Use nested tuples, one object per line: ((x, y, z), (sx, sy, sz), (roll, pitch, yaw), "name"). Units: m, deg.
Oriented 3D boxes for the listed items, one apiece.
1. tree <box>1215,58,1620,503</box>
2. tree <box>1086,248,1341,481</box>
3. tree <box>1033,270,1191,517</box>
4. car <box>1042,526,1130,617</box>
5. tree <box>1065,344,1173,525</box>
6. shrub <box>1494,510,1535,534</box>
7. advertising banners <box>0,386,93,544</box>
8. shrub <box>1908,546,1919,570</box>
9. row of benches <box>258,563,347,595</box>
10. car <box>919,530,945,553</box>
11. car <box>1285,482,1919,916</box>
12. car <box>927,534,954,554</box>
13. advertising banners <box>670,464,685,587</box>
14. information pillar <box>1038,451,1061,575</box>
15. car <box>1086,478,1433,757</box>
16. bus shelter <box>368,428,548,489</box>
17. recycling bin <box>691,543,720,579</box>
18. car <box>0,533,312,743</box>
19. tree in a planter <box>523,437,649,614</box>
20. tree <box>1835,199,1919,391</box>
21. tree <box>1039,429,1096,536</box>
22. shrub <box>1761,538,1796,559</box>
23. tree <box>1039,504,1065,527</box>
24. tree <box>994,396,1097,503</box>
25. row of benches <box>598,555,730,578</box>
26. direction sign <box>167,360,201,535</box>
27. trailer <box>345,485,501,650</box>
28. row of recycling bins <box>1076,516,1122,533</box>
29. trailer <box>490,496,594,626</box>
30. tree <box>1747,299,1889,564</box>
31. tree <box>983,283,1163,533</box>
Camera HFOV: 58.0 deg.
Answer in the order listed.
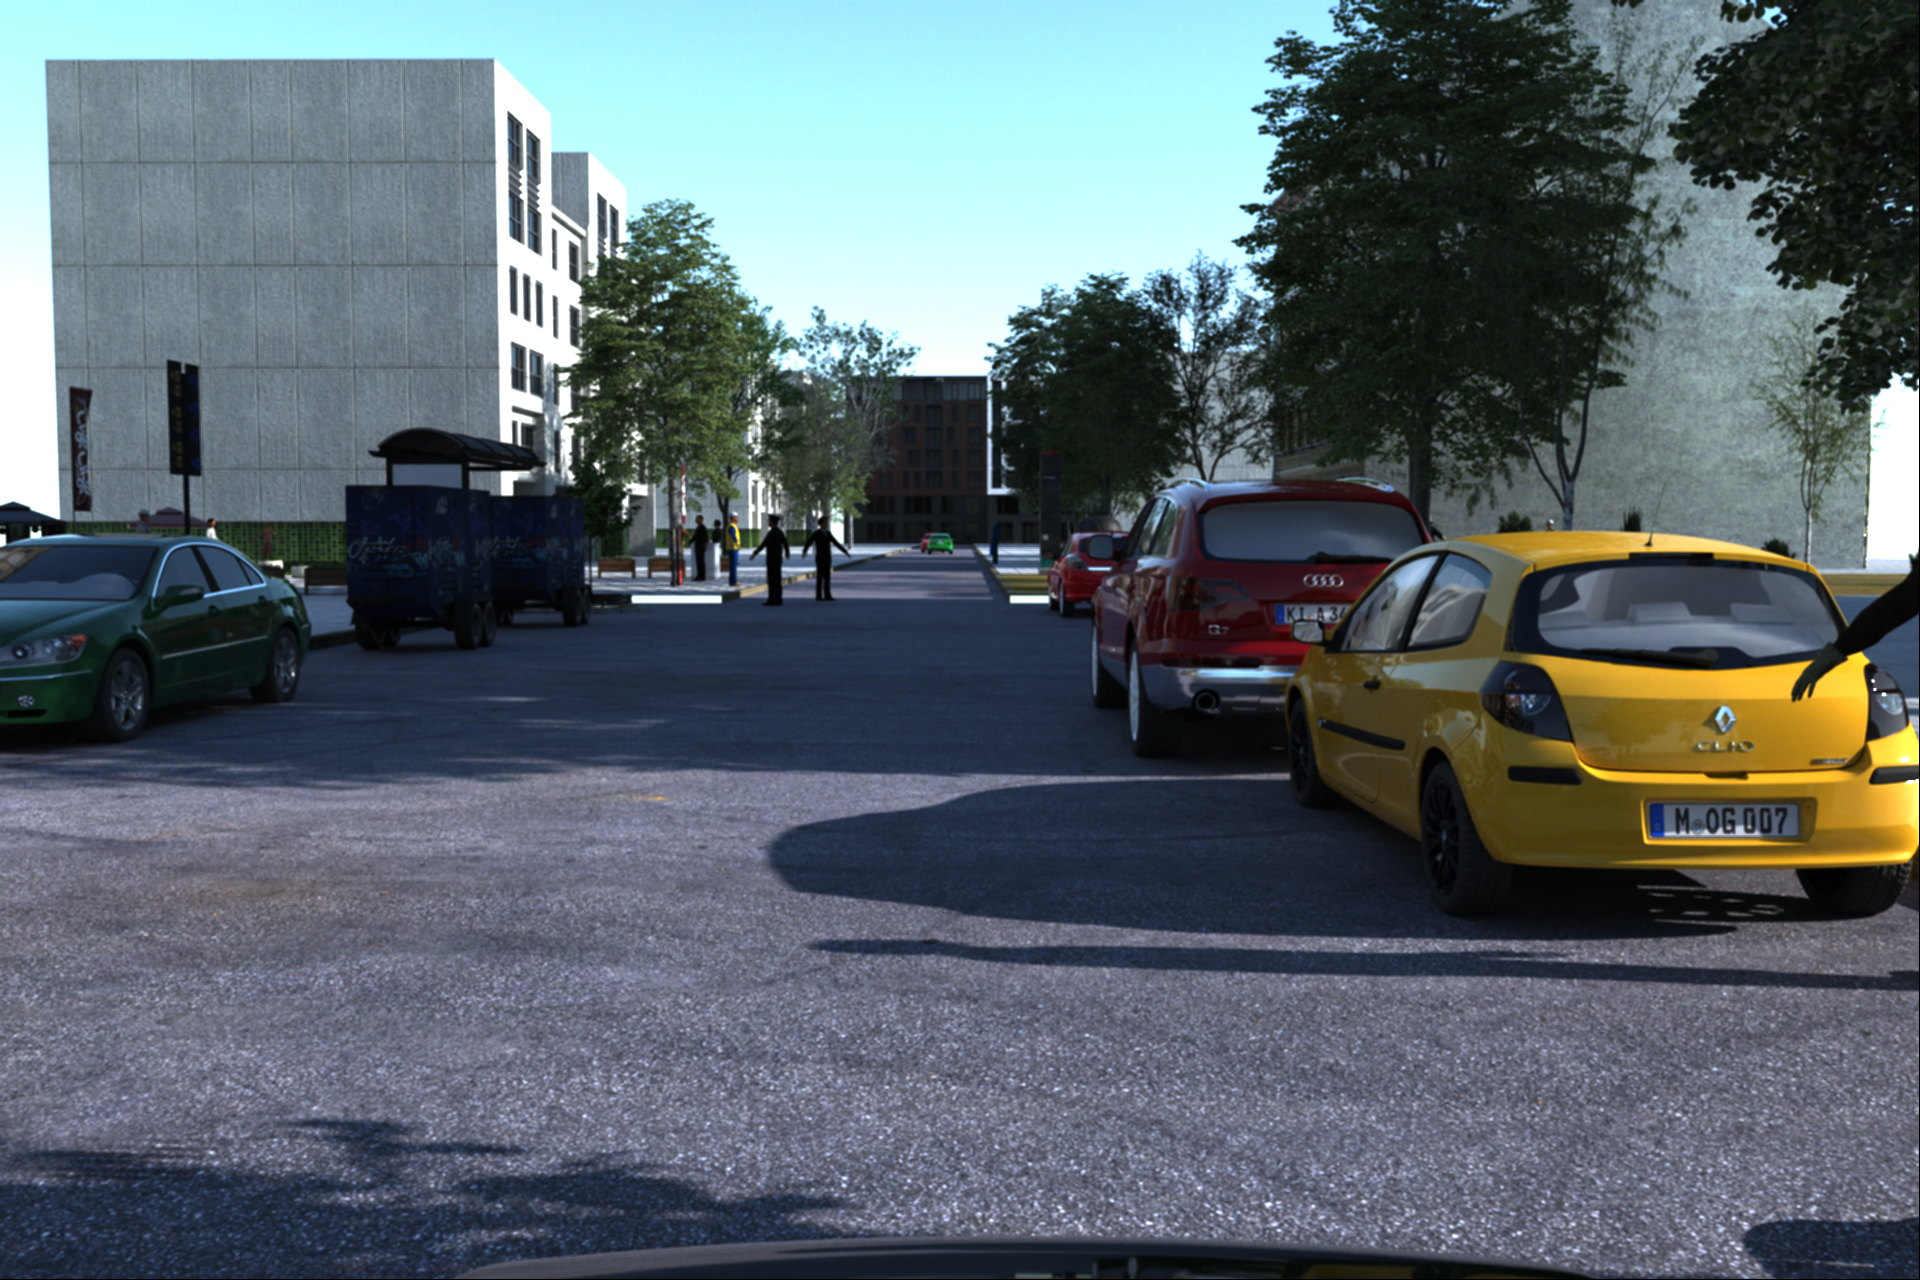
((11.934, -8.248, 45.223), (12.009, 13.543, 11.850), (0, 3, 0), "tree")
((8.135, -7.429, 55.875), (8.767, 10.594, 7.601), (1, 4, 11), "tree")
((6.692, -9.606, 75.193), (7.486, 12.596, 7.792), (0, 3, 0), "tree")
((2.590, -1.360, 31.272), (2.155, 1.783, 4.494), (0, 4, -1), "car")
((5.715, -7.157, 67.378), (4.360, 8.622, 3.978), (0, 3, 0), "tree")
((17.567, -3.106, 54.824), (1.661, 2.075, 1.752), (0, 3, 0), "shrub")
((-10.514, -1.459, 20.046), (0.090, 3.025, 2.074), (0, 4, 0), "advertising banners")
((24.265, -1.968, 43.294), (1.383, 1.207, 1.383), (0, 3, 0), "shrub")
((-13.394, -1.324, 37.104), (4.104, 0.672, 1.422), (-1, 4, -21), "row of benches")
((-2.089, -7.668, 134.415), (2.155, 1.783, 4.494), (0, 4, 0), "car")
((2.633, 0.140, 7.941), (2.015, 1.641, 3.980), (0, 4, -1), "car")
((-1.402, -6.983, 122.966), (1.959, 1.807, 4.718), (0, 4, -1), "car")
((-6.993, -2.867, 43.056), (0.090, 3.025, 2.074), (0, 4, 1), "advertising banners")
((2.850, -3.985, 54.533), (0.750, 3.857, 0.750), (0, 4, 0), "information pillar")
((2.112, -0.245, 12.673), (2.281, 1.827, 5.304), (0, 4, 0), "car")
((-10.214, -2.560, 35.785), (2.014, 3.302, 5.546), (0, 4, 1), "bus shelter")
((-7.284, -2.265, 49.592), (0.722, 1.027, 0.722), (0, 4, 2), "recycling bin")
((-6.643, -0.098, 13.400), (2.131, 1.459, 4.920), (0, 3, 0), "car")
((-6.854, -2.129, 32.039), (1.991, 3.239, 1.994), (0, 4, 1), "tree in a planter")
((28.071, -8.183, 44.169), (12.009, 13.543, 11.850), (0, 3, 0), "tree")
((6.263, -9.039, 98.143), (4.737, 8.622, 4.395), (0, 3, 0), "tree")
((21.763, -2.147, 46.224), (1.383, 1.207, 1.383), (0, 3, 0), "shrub")
((5.637, -10.398, 120.370), (4.360, 8.622, 3.978), (0, 3, 0), "tree")
((5.554, -10.569, 107.219), (7.601, 10.594, 8.767), (0, 4, -5), "tree")
((-8.535, -2.165, 50.867), (4.104, 0.672, 1.422), (-1, 4, -13), "row of benches")
((-10.274, -1.897, 23.010), (0.379, 3.537, 0.876), (0, 4, 0), "direction sign")
((-6.702, -0.855, 21.024), (1.471, 1.999, 3.904), (0, 4, 0), "trailer")
((3.188, -2.035, 40.393), (1.069, 1.692, 3.534), (0, 4, 1), "row of recycling bins")
((-6.620, -1.185, 26.426), (1.471, 1.999, 3.904), (0, 4, 0), "trailer")
((26.886, -6.416, 55.267), (4.360, 8.622, 3.978), (0, 3, 0), "tree")
((5.807, -10.981, 86.202), (9.857, 13.997, 8.962), (0, 3, 0), "tree")
